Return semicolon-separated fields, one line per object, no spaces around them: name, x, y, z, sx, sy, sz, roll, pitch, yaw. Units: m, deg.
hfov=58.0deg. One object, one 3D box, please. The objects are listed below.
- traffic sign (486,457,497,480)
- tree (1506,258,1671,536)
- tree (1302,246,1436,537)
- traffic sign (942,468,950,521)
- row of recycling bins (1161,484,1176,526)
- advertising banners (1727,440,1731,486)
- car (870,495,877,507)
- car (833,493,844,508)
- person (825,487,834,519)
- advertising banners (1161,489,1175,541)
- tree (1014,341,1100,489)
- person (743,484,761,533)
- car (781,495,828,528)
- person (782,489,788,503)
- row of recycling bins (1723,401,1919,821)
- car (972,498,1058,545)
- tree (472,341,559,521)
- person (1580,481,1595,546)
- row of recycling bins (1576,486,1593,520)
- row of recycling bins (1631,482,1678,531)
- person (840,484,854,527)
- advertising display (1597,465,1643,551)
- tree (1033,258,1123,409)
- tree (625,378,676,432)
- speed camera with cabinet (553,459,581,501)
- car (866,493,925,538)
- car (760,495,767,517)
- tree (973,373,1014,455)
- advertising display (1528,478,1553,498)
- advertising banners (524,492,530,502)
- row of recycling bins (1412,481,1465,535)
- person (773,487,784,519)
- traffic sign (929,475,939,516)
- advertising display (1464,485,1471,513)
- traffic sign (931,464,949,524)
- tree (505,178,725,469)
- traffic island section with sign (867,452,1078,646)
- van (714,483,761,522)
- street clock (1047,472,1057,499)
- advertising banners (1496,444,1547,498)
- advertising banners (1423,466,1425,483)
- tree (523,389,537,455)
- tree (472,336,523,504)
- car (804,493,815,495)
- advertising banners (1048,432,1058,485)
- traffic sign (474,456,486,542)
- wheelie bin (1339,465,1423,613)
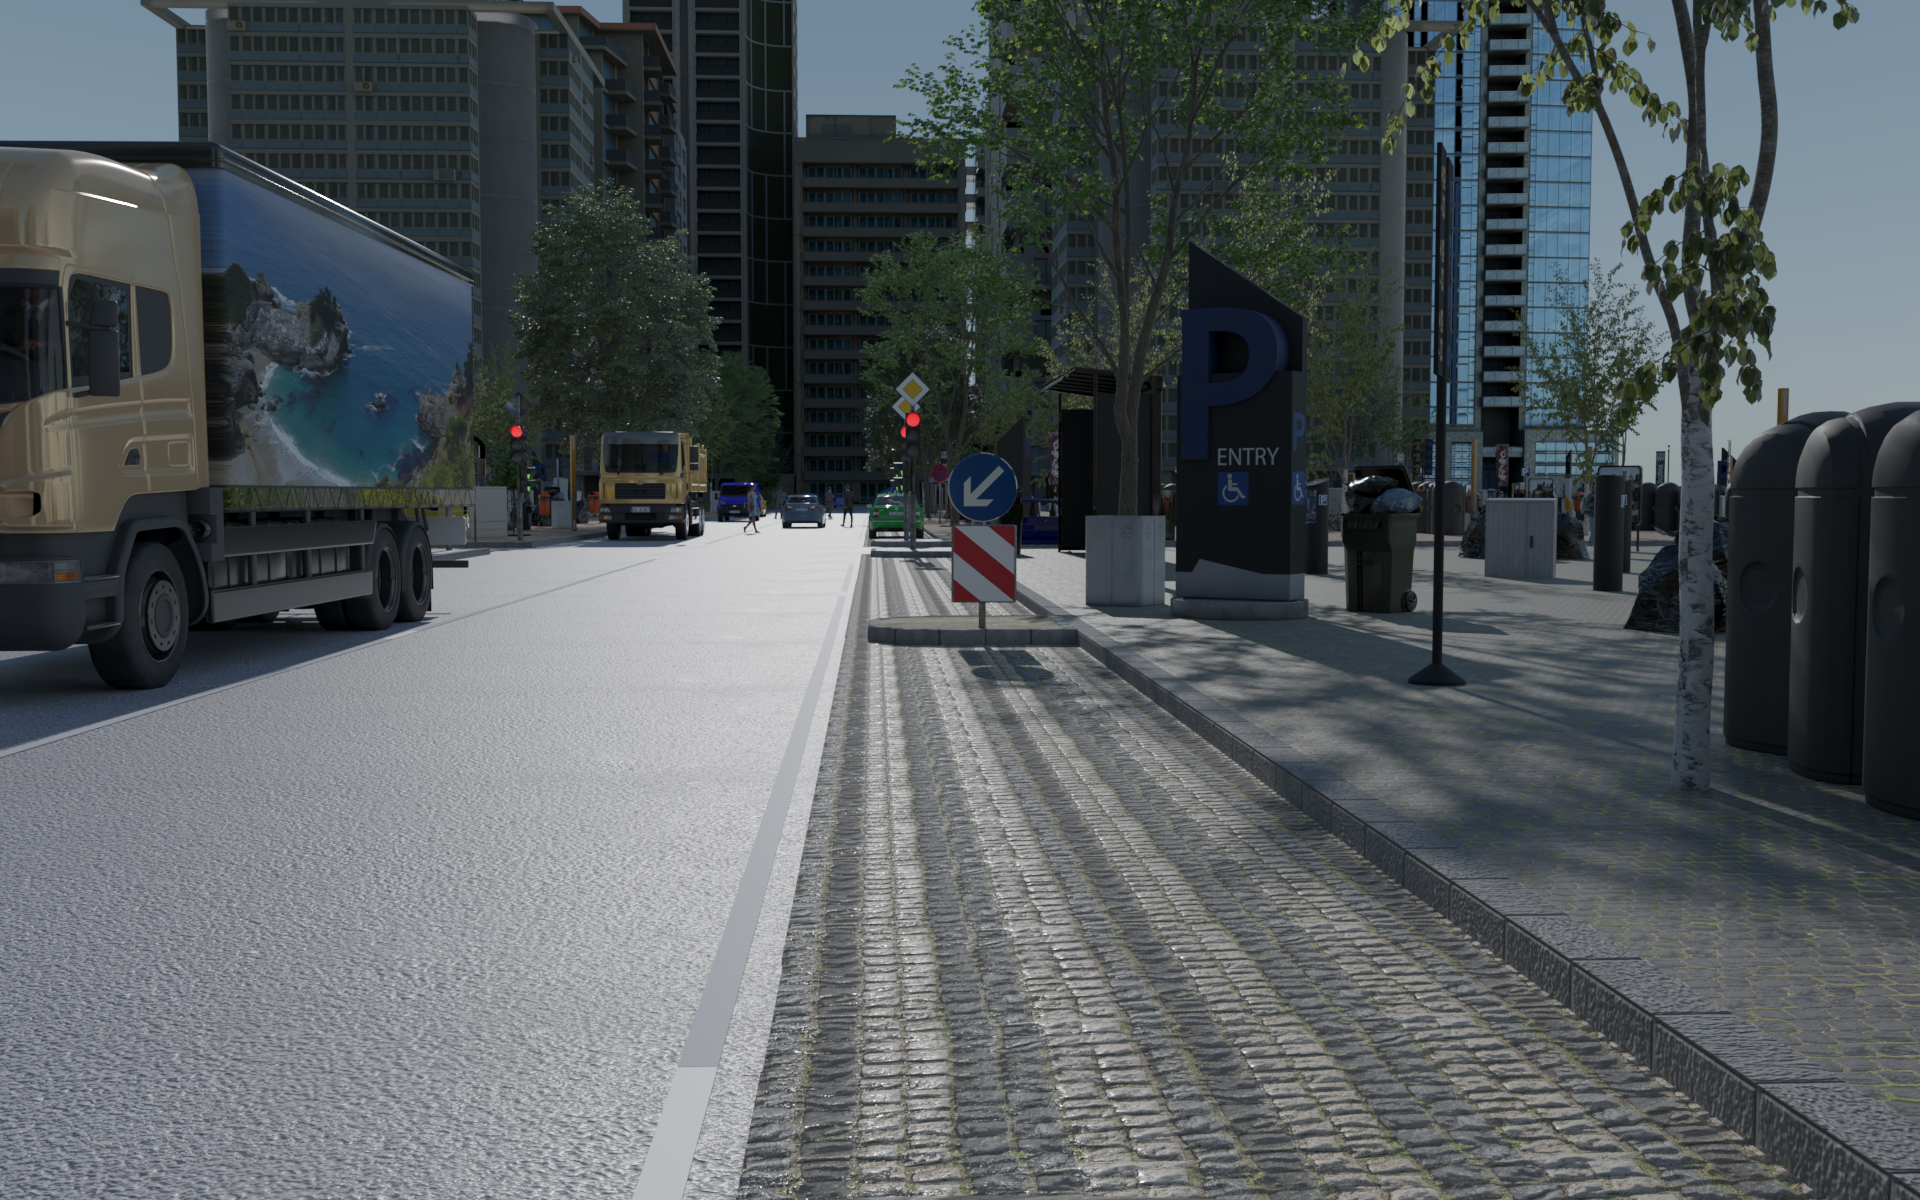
traffic sign;-14.680;-3.246;54.255;0.795;2.450;0.064;0;4;5
tree;19.131;-6.297;53.318;4.737;8.622;4.395;0;3;0
tree;11.280;-6.187;51.519;4.737;8.622;4.395;0;3;0
traffic sign;-0.664;-5.122;83.848;0.768;2.556;0.104;0;4;2
row of recycling bins;8.193;-3.919;71.192;1.069;1.692;3.534;-1;4;-14
advertising banners;25.263;-3.695;56.602;0.090;3.025;2.074;2;4;35
car;-6.594;-8.126;145.442;1.945;1.354;3.894;0;4;-1
car;-11.867;-10.088;174.531;1.945;1.707;3.694;0;4;-2
person;-7.495;-5.563;99.422;0.622;1.834;0.822;2;4;28
advertising banners;6.426;-3.164;47.918;2.074;3.025;0.090;-1;4;-13
tree;5.022;-8.156;83.705;4.737;8.622;4.395;0;3;0
person;-7.622;-3.340;63.205;0.778;1.811;0.616;2;4;27
car;-6.726;-3.837;74.739;2.014;1.417;4.499;0;4;-2
person;-12.988;-7.310;128.007;1.348;1.826;0.705;3;4;37
row of recycling bins;4.231;-0.015;7.351;1.069;1.692;3.534;0;4;3
car;2.194;-1.864;43.055;3.894;1.354;1.945;0;4;-2
tree;-21.491;-8.101;82.821;4.737;8.622;4.395;0;3;0
person;16.486;-2.210;44.975;0.721;1.781;0.623;3;5;42
row of recycling bins;30.944;-4.687;83.737;1.069;1.692;3.534;-1;4;-11
row of recycling bins;24.391;-3.257;60.372;1.069;1.692;3.534;-2;4;-30
person;-4.942;-4.129;75.778;0.659;1.850;0.755;-3;4;-38
advertising display;14.822;-2.063;38.942;0.974;1.923;0.123;3;5;40
tree;4.649;-6.225;52.149;4.360;8.622;3.978;0;3;0
tree;-19.541;-9.616;107.590;4.360;8.622;3.978;0;3;0
speed camera with cabinet;-22.072;-6.301;97.362;0.660;3.252;2.038;-3;5;-44
car;-2.110;-2.944;56.937;1.959;1.807;4.718;0;4;-3
car;-13.013;-5.970;107.828;2.015;1.641;3.980;0;4;-2
tree;2.573;-9.271;101.943;4.737;8.622;4.395;0;3;0
advertising display;23.742;-4.014;70.842;0.974;1.923;0.123;1;4;8
advertising banners;-21.893;-5.572;87.294;0.090;3.025;2.074;0;4;-3
row of recycling bins;15.381;-2.952;55.380;1.069;1.692;3.534;0;4;2
person;-10.576;-5.676;101.113;0.655;1.846;0.447;-1;4;-11
traffic sign;-1.433;-6.195;101.391;0.768;2.556;0.104;0;4;5
advertising display;34.784;-6.936;118.624;0.123;1.923;0.974;3;4;38
traffic sign;-0.856;-4.528;74.134;0.768;2.556;0.104;0;4;4
tree;-13.752;-10.004;70.226;9.857;13.997;8.962;0;3;0
traffic island section with sign;0.075;-0.526;17.222;1.989;1.847;2.006;0;4;-3
van;-11.647;-5.317;91.320;2.240;2.365;5.245;0;4;-2
street clock;3.037;-3.198;56.858;0.358;2.002;0.471;-1;4;-13
advertising banners;19.327;-3.886;59.719;0.090;3.025;2.074;-3;4;-36
advertising banners;28.512;-6.826;107.797;0.090;3.025;2.074;0;4;-8
tree;-29.850;-10.064;114.914;4.360;8.622;3.978;0;3;0
tree;-22.511;-7.765;77.317;4.360;8.622;3.978;0;3;0
car;-16.480;-11.028;189.904;1.945;1.707;3.694;0;4;-3
advertising banners;3.209;-3.198;48.471;0.090;3.025;2.074;-3;5;-42
traffic sign;-13.066;-2.722;46.642;0.606;2.300;0.079;0;4;6
wheelie bin;4.582;-0.670;18.855;0.693;1.594;0.980;-3;5;-44
